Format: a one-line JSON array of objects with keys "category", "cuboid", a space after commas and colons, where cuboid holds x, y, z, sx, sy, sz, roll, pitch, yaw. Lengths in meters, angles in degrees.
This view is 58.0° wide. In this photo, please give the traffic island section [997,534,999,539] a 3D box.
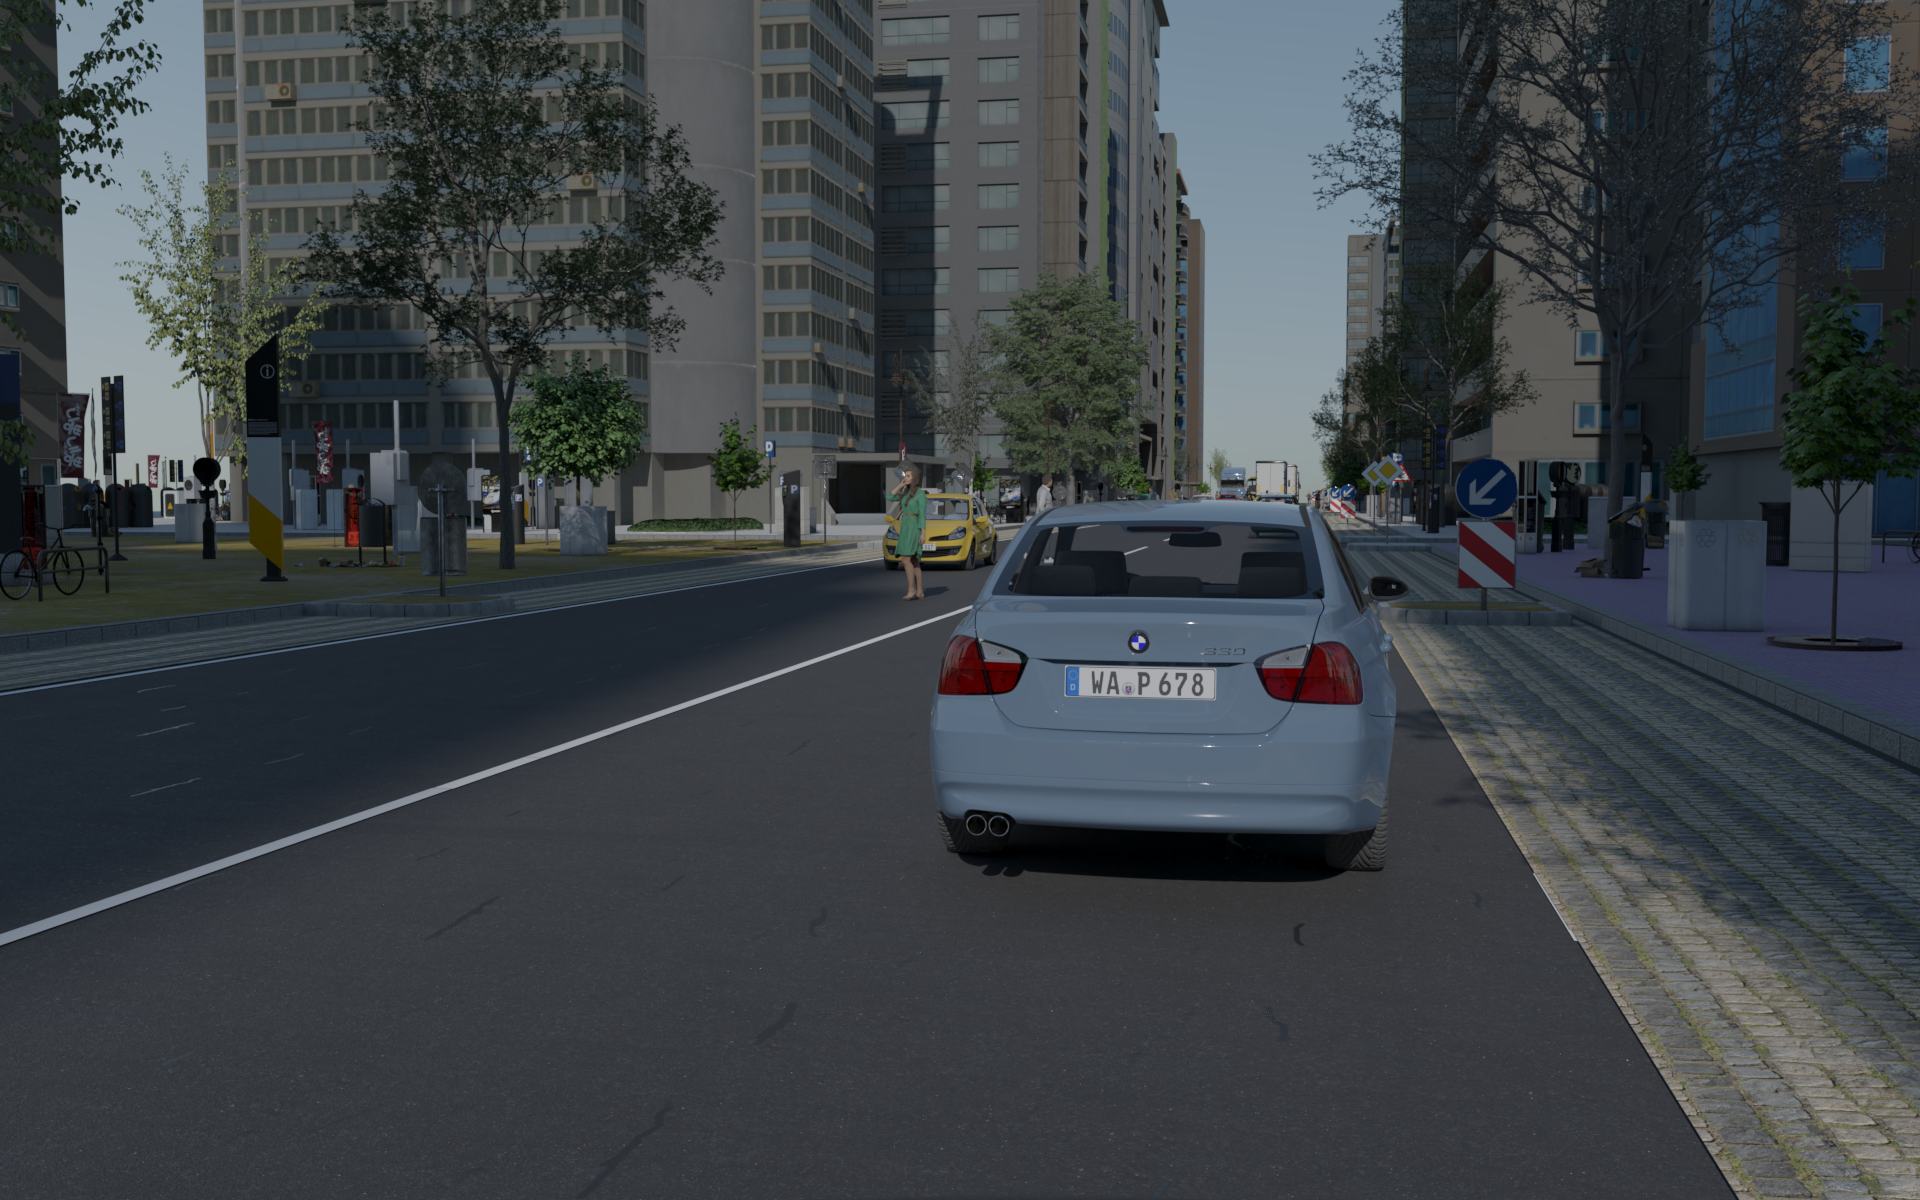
[{"category": "traffic island section", "cuboid": [0.071, -1.973, 54.544, 2.009, 0.180, 2.903, 1, 4, 11]}]

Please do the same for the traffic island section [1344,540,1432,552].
[{"category": "traffic island section", "cuboid": [10.935, -1.345, 44.275, 2.009, 0.180, 2.903, 1, 4, 11]}]

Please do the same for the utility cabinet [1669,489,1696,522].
[{"category": "utility cabinet", "cuboid": [27.103, -3.441, 64.935, 1.173, 1.500, 0.318, -2, 4, -32]}]

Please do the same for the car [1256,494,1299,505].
[{"category": "car", "cuboid": [10.424, -2.882, 56.914, 2.009, 1.686, 4.222, 1, 4, 11]}]

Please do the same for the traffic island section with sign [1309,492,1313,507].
[{"category": "traffic island section with sign", "cuboid": [31.352, -8.636, 149.820, 1.989, 1.847, 2.006, 1, 4, 11]}]

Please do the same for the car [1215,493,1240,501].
[{"category": "car", "cuboid": [23.002, -8.537, 148.619, 2.155, 1.783, 4.494, 1, 4, 12]}]

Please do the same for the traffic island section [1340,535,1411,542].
[{"category": "traffic island section", "cuboid": [12.475, -1.824, 52.111, 2.009, 0.180, 2.903, 1, 4, 11]}]

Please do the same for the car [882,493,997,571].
[{"category": "car", "cuboid": [-0.361, -1.438, 33.733, 2.015, 1.641, 3.980, 1, 4, 10]}]

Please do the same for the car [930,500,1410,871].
[{"category": "car", "cuboid": [1.061, 0.244, 8.010, 2.014, 1.417, 4.499, 1, 4, 12]}]

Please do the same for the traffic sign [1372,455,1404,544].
[{"category": "traffic sign", "cuboid": [10.910, -2.481, 44.202, 0.795, 2.450, 0.064, 1, 4, 11]}]

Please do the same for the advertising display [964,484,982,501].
[{"category": "advertising display", "cuboid": [0.572, -4.286, 75.287, 0.974, 1.923, 0.123, 3, 5, 44]}]

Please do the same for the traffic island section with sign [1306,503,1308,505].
[{"category": "traffic island section with sign", "cuboid": [36.649, -10.286, 176.810, 1.989, 1.847, 2.006, 1, 4, 11]}]

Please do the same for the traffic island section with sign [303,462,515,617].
[{"category": "traffic island section with sign", "cuboid": [-6.528, -0.754, 20.961, 1.989, 1.847, 2.006, 1, 4, 11]}]

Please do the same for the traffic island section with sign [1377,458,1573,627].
[{"category": "traffic island section with sign", "cuboid": [5.796, -0.678, 19.709, 1.989, 1.847, 2.006, 1, 4, 11]}]

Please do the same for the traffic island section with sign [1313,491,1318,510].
[{"category": "traffic island section with sign", "cuboid": [21.730, -5.638, 100.816, 1.989, 1.847, 2.006, 1, 4, 11]}]

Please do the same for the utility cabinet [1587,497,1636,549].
[{"category": "utility cabinet", "cuboid": [15.136, -1.778, 40.236, 1.020, 1.237, 0.306, 2, 4, 24]}]

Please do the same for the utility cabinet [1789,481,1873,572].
[{"category": "utility cabinet", "cuboid": [14.374, -1.218, 28.587, 1.173, 1.500, 0.318, 3, 5, 45]}]

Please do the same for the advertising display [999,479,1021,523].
[{"category": "advertising display", "cuboid": [2.186, -4.306, 75.625, 0.974, 1.923, 0.123, -1, 4, -15]}]

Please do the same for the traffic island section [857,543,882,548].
[{"category": "traffic island section", "cuboid": [-1.469, -1.494, 46.708, 2.009, 0.180, 2.903, 1, 4, 11]}]

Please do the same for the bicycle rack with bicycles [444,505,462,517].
[{"category": "bicycle rack with bicycles", "cuboid": [-17.977, -2.762, 58.546, 2.852, 0.926, 2.925, 0, 4, 3]}]

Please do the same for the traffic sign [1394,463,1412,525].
[{"category": "traffic sign", "cuboid": [18.426, -4.428, 72.404, 0.884, 2.594, 0.081, 1, 4, 12]}]

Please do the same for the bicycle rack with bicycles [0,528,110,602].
[{"category": "bicycle rack with bicycles", "cuboid": [-12.011, -0.485, 21.319, 2.852, 0.926, 2.925, 0, 4, -1]}]

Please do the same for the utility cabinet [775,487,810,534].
[{"category": "utility cabinet", "cuboid": [-5.313, -2.819, 54.770, 1.173, 1.500, 0.318, 2, 4, 34]}]

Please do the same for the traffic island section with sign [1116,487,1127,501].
[{"category": "traffic island section with sign", "cuboid": [9.685, -5.801, 103.473, 1.989, 1.847, 2.006, 1, 4, 11]}]

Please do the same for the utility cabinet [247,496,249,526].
[{"category": "utility cabinet", "cuboid": [-28.755, -3.649, 70.827, 0.306, 1.237, 1.020, 0, 4, 5]}]

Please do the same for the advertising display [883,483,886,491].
[{"category": "advertising display", "cuboid": [-4.190, -5.921, 102.024, 0.974, 1.923, 0.123, 0, 4, 4]}]

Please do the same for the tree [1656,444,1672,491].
[{"category": "tree", "cuboid": [24.080, -3.854, 57.621, 1.663, 3.219, 1.824, 0, 3, 0]}]

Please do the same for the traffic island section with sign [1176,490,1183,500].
[{"category": "traffic island section with sign", "cuboid": [19.284, -8.786, 152.281, 1.989, 1.847, 2.006, 1, 4, 11]}]

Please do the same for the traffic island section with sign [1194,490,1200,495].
[{"category": "traffic island section with sign", "cuboid": [24.571, -10.432, 179.185, 1.989, 1.847, 2.006, 1, 4, 11]}]

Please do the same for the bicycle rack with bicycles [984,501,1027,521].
[{"category": "bicycle rack with bicycles", "cuboid": [1.751, -4.327, 84.126, 2.925, 0.926, 2.852, -2, 4, -29]}]

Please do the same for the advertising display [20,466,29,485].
[{"category": "advertising display", "cuboid": [-17.468, -1.623, 31.757, 0.123, 1.923, 0.974, 1, 4, 13]}]

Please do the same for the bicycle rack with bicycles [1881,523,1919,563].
[{"category": "bicycle rack with bicycles", "cuboid": [18.316, -1.120, 31.693, 2.852, 0.926, 2.925, 0, 4, -5]}]

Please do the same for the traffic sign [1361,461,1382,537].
[{"category": "traffic sign", "cuboid": [12.450, -2.960, 52.038, 0.795, 2.450, 0.064, 1, 4, 11]}]

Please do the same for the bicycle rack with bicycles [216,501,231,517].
[{"category": "bicycle rack with bicycles", "cuboid": [-39.331, -4.782, 91.572, 2.925, 0.926, 2.852, -2, 4, -25]}]

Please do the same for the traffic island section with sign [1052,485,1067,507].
[{"category": "traffic island section with sign", "cuboid": [4.412, -4.158, 76.610, 1.989, 1.847, 2.006, 1, 4, 11]}]

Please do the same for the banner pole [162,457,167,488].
[{"category": "banner pole", "cuboid": [-53.109, -7.686, 115.690, 0.863, 3.779, 0.401, 3, 5, 44]}]

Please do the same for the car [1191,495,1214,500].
[{"category": "car", "cuboid": [16.280, -6.356, 116.285, 2.083, 1.381, 4.827, 1, 4, 11]}]

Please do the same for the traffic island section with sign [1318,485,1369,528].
[{"category": "traffic island section with sign", "cuboid": [16.528, -4.021, 74.366, 1.989, 1.847, 2.006, 1, 4, 11]}]

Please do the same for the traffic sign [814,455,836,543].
[{"category": "traffic sign", "cuboid": [-3.544, -2.651, 45.475, 0.606, 2.300, 0.079, 1, 4, 15]}]

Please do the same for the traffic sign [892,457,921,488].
[{"category": "traffic sign", "cuboid": [-1.445, -2.630, 46.642, 0.795, 2.450, 0.064, 1, 4, 11]}]

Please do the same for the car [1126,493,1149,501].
[{"category": "car", "cuboid": [11.367, -6.249, 110.968, 1.959, 1.807, 4.718, 1, 4, 11]}]

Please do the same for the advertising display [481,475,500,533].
[{"category": "advertising display", "cuboid": [-15.436, -3.209, 57.682, 0.974, 1.923, 0.123, -1, 4, -23]}]

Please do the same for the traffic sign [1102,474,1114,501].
[{"category": "traffic sign", "cuboid": [9.532, -6.803, 111.339, 0.768, 2.556, 0.104, 1, 4, 12]}]

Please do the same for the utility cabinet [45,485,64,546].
[{"category": "utility cabinet", "cuboid": [-22.579, -2.055, 42.276, 1.173, 1.500, 0.318, -1, 4, -14]}]

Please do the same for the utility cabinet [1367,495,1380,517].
[{"category": "utility cabinet", "cuboid": [23.342, -5.271, 97.341, 0.306, 1.237, 1.020, -3, 4, -36]}]

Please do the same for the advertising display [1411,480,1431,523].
[{"category": "advertising display", "cuboid": [20.538, -4.399, 77.134, 0.974, 1.923, 0.123, -2, 4, -24]}]

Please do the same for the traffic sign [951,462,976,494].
[{"category": "traffic sign", "cuboid": [0.095, -3.109, 54.478, 0.795, 2.450, 0.064, 1, 4, 11]}]
